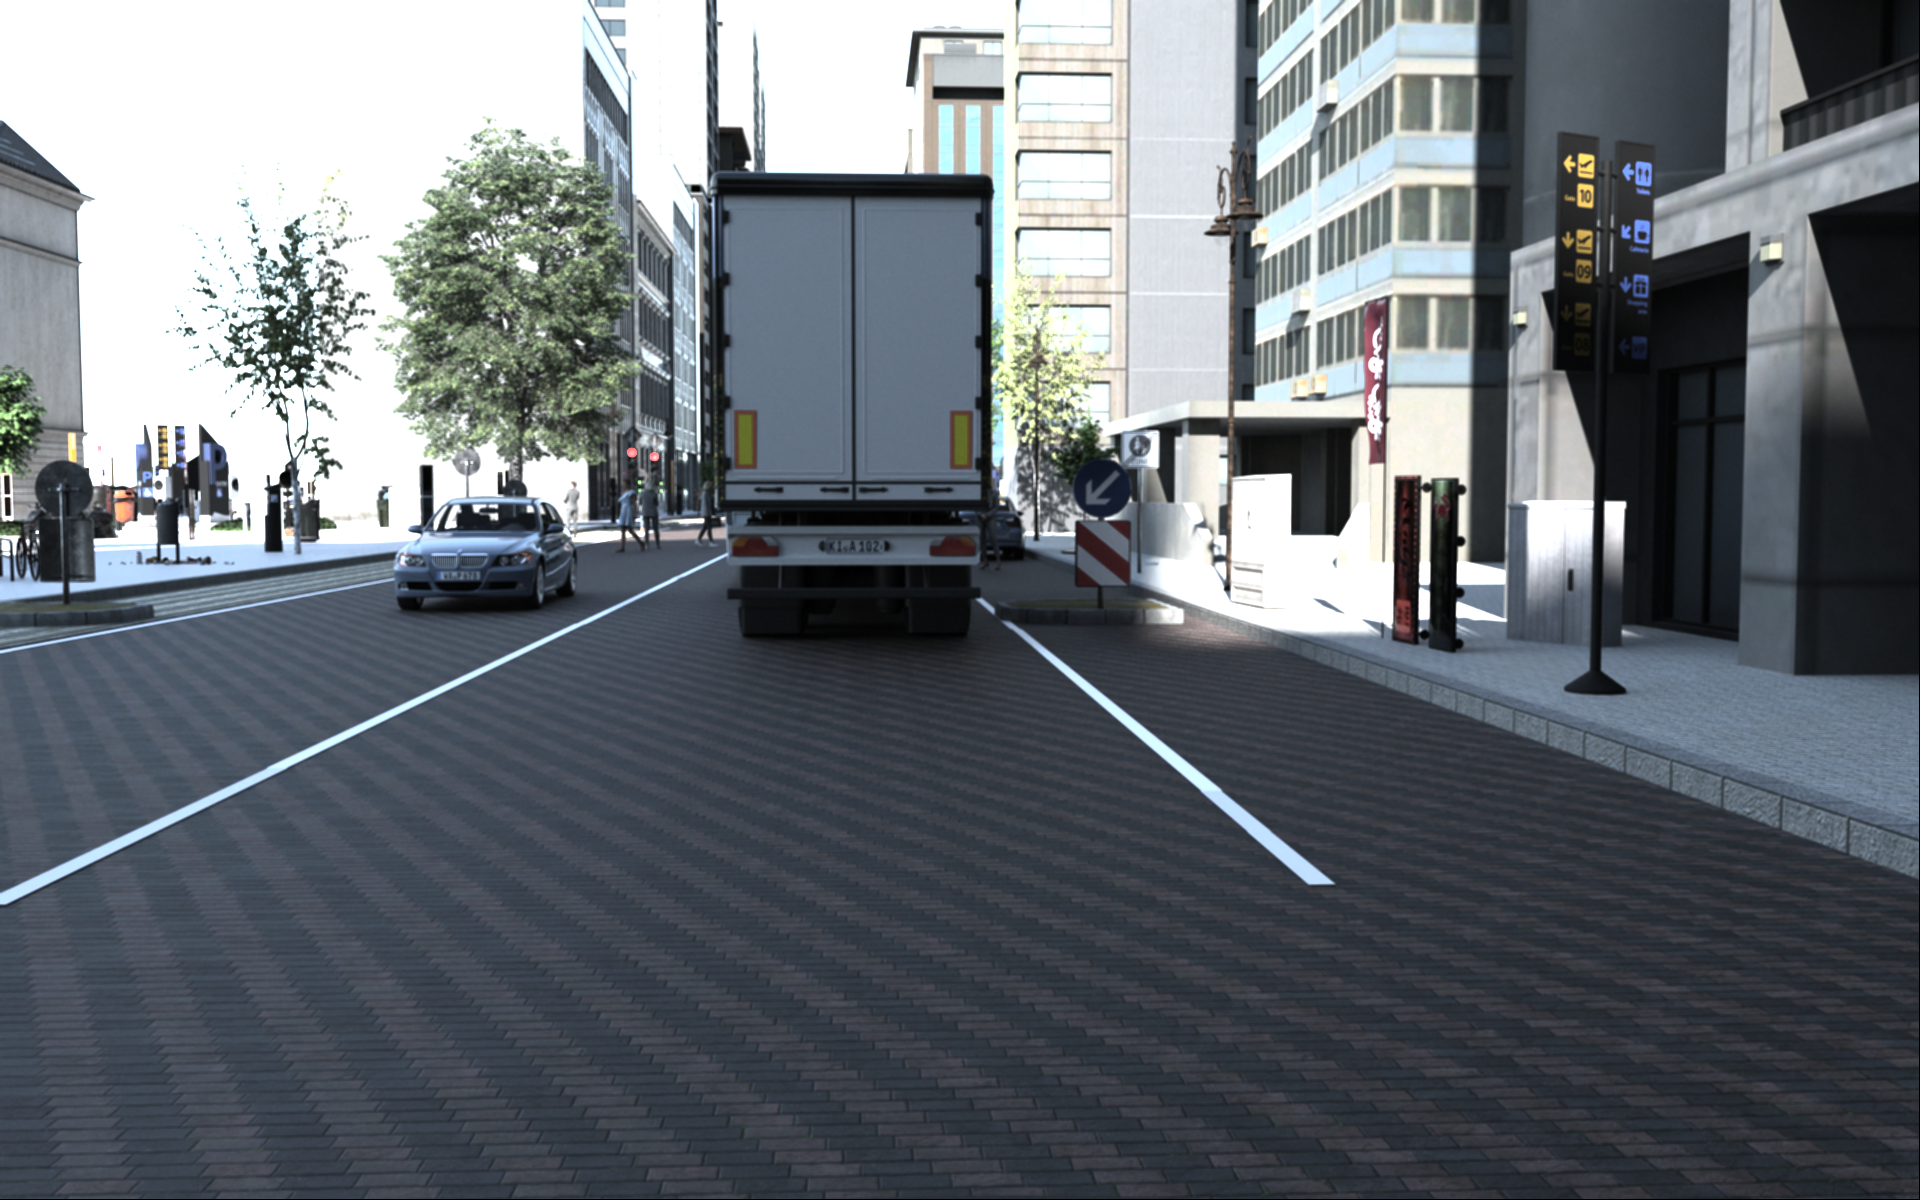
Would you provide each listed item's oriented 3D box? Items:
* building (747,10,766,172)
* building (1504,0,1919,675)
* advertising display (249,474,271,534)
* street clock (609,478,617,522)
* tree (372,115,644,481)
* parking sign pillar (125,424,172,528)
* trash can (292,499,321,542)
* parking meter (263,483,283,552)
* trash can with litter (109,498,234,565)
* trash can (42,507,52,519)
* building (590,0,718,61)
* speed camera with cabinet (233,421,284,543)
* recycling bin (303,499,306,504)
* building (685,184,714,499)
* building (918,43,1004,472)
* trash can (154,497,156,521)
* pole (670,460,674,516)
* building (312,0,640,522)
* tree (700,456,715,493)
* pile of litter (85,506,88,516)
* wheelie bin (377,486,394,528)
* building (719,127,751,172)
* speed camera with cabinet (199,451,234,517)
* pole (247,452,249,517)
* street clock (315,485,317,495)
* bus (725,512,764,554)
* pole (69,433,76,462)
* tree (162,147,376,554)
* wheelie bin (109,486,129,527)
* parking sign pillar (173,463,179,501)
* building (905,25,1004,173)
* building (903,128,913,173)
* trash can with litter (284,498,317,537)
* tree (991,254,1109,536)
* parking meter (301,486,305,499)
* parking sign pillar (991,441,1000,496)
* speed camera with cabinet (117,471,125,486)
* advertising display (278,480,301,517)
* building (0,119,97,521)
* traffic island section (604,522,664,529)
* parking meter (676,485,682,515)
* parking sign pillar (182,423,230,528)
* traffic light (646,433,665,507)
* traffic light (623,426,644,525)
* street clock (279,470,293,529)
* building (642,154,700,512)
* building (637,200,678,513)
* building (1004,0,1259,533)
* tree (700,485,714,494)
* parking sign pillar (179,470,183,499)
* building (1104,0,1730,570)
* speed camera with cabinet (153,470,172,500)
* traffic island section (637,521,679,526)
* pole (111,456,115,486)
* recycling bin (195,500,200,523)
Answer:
[{"bbox_3d":[-38.445,-50.361,261.648,20.563,71.187,20.611,0,4,-3],"label":"building"},{"bbox_3d":[16.377,-34.719,5.913,20.563,71.187,20.611,0,4,-3],"label":"building"},{"bbox_3d":[-22.283,-3.053,55.130,0.974,1.923,0.123,2,4,31],"label":"advertising display"},{"bbox_3d":[-15.666,-4.505,78.222,0.358,2.002,0.471,-1,4,-17],"label":"street clock"},{"bbox_3d":[-15.471,-9.397,60.295,9.857,13.997,8.962,0,3,0],"label":"tree"},{"bbox_3d":[-30.967,-4.729,65.787,1.447,3.967,1.447,-2,4,-33],"label":"parking sign pillar"},{"bbox_3d":[-17.378,-2.107,46.095,0.748,1.137,0.748,0,3,0],"label":"trash can"},{"bbox_3d":[-15.294,-1.844,38.554,0.372,1.533,0.369,0,3,0],"label":"parking meter"},{"bbox_3d":[-14.369,-1.269,31.810,2.233,1.210,1.678,2,4,26],"label":"trash can with litter"},{"bbox_3d":[-40.998,-4.060,78.033,0.748,1.137,0.748,0,3,0],"label":"trash can"},{"bbox_3d":[-32.961,-45.148,176.421,20.563,71.187,20.611,0,4,-3],"label":"building"},{"bbox_3d":[-18.777,-3.191,46.504,0.660,3.252,2.038,-3,4,-38],"label":"speed camera with cabinet"},{"bbox_3d":[-37.332,-5.260,98.551,0.722,1.027,0.722,0,4,3],"label":"recycling bin"},{"bbox_3d":[-29.655,-23.780,160.507,14.160,30.474,14.107,0,4,-3],"label":"building"},{"bbox_3d":[2.956,-32.047,174.072,14.600,45.320,14.200,0,4,-3],"label":"building"},{"bbox_3d":[-36.772,-4.080,78.368,0.748,1.137,0.748,0,3,0],"label":"trash can"},{"bbox_3d":[-17.137,-6.676,103.004,0.158,3.312,0.155,0,3,0],"label":"pole"},{"bbox_3d":[-23.776,-16.563,88.830,12.078,24.808,19.932,0,4,-3],"label":"building"},{"bbox_3d":[-20.502,-9.824,144.330,4.285,4.588,4.351,0,3,0],"label":"tree"},{"bbox_3d":[-41.743,-4.259,83.596,1.176,0.858,1.719,1,4,20],"label":"pile of litter"},{"bbox_3d":[-21.743,-3.543,65.841,0.980,1.594,0.693,2,4,33],"label":"wheelie bin"},{"bbox_3d":[-35.659,-33.481,202.034,22.147,44.769,28.867,0,4,-3],"label":"building"},{"bbox_3d":[-34.047,-5.221,79.705,0.660,3.252,2.038,1,4,22],"label":"speed camera with cabinet"},{"bbox_3d":[-34.624,-5.514,84.002,0.158,3.312,0.155,0,3,0],"label":"pole"},{"bbox_3d":[-53.315,-8.471,143.067,0.358,2.002,0.471,0,4,6],"label":"street clock"},{"bbox_3d":[-2.647,-2.343,33.166,2.948,3.499,13.247,0,4,-3],"label":"bus"},{"bbox_3d":[-29.838,-3.942,58.289,0.158,3.312,0.155,0,3,0],"label":"pole"},{"bbox_3d":[-14.313,-5.282,36.730,4.737,8.622,4.395,0,3,0],"label":"tree"},{"bbox_3d":[-32.602,-3.625,67.182,0.980,1.594,0.693,-1,4,-18],"label":"wheelie bin"},{"bbox_3d":[-54.127,-8.020,119.592,1.447,3.967,1.447,2,4,27],"label":"parking sign pillar"},{"bbox_3d":[8.591,-37.052,195.037,28.713,52.752,27.495,0,4,-3],"label":"building"},{"bbox_3d":[3.705,-36.435,219.414,21.300,48.544,21.600,0,4,-3],"label":"building"},{"bbox_3d":[-19.649,-2.457,51.554,1.055,1.170,0.624,-1,4,-16],"label":"trash can with litter"},{"bbox_3d":[2.406,-6.276,52.972,4.737,8.622,4.395,0,3,0],"label":"tree"},{"bbox_3d":[-50.115,-7.712,131.796,0.399,1.863,0.255,1,4,10],"label":"parking meter"},{"bbox_3d":[1.399,-6.003,86.618,1.447,3.967,1.447,0,4,1],"label":"parking sign pillar"},{"bbox_3d":[-70.444,-9.256,145.671,0.660,3.252,2.038,-2,4,-33],"label":"speed camera with cabinet"},{"bbox_3d":[-30.634,-4.523,79.168,0.974,1.923,0.123,0,4,-4],"label":"advertising display"},{"bbox_3d":[-53.142,-13.330,82.577,19.286,19.102,10.561,0,4,-3],"label":"building"},{"bbox_3d":[-13.462,-3.001,71.351,2.009,0.180,2.903,0,4,-3],"label":"traffic island section"},{"bbox_3d":[-17.211,-6.140,106.097,0.255,1.863,0.399,-2,4,-26],"label":"parking meter"},{"bbox_3d":[-28.605,-4.768,66.425,1.447,3.967,1.447,1,4,11],"label":"parking sign pillar"},{"bbox_3d":[-13.911,-5.521,79.189,0.839,4.253,0.868,0,4,-3],"label":"traffic light"},{"bbox_3d":[-13.422,-5.034,71.219,0.839,4.253,0.868,0,4,-3],"label":"traffic light"},{"bbox_3d":[-20.627,-2.971,53.152,0.471,2.002,0.358,-1,4,-11],"label":"street clock"},{"bbox_3d":[-26.581,-19.109,130.456,12.078,24.808,19.932,0,4,-3],"label":"building"},{"bbox_3d":[-24.677,-16.734,109.757,11.583,22.565,21.152,0,4,-3],"label":"building"},{"bbox_3d":[8.487,-23.247,63.686,14.154,41.232,14.086,0,4,-3],"label":"building"},{"bbox_3d":[-21.281,-9.424,148.688,1.663,3.219,1.824,0,3,0],"label":"tree"},{"bbox_3d":[-45.885,-7.072,104.094,1.447,3.967,1.447,-1,4,-18],"label":"parking sign pillar"},{"bbox_3d":[19.977,-21.131,37.380,32.217,40.220,23.993,0,4,-3],"label":"building"},{"bbox_3d":[-40.855,-5.690,87.374,2.038,3.252,0.660,1,4,12],"label":"speed camera with cabinet"},{"bbox_3d":[-13.952,-3.489,79.321,2.009,0.180,2.903,0,4,-3],"label":"traffic island section"},{"bbox_3d":[-45.607,-6.080,93.257,0.158,3.312,0.155,0,3,0],"label":"pole"},{"bbox_3d":[-30.418,-3.517,70.058,0.722,1.027,0.722,1,4,9],"label":"recycling bin"}]
